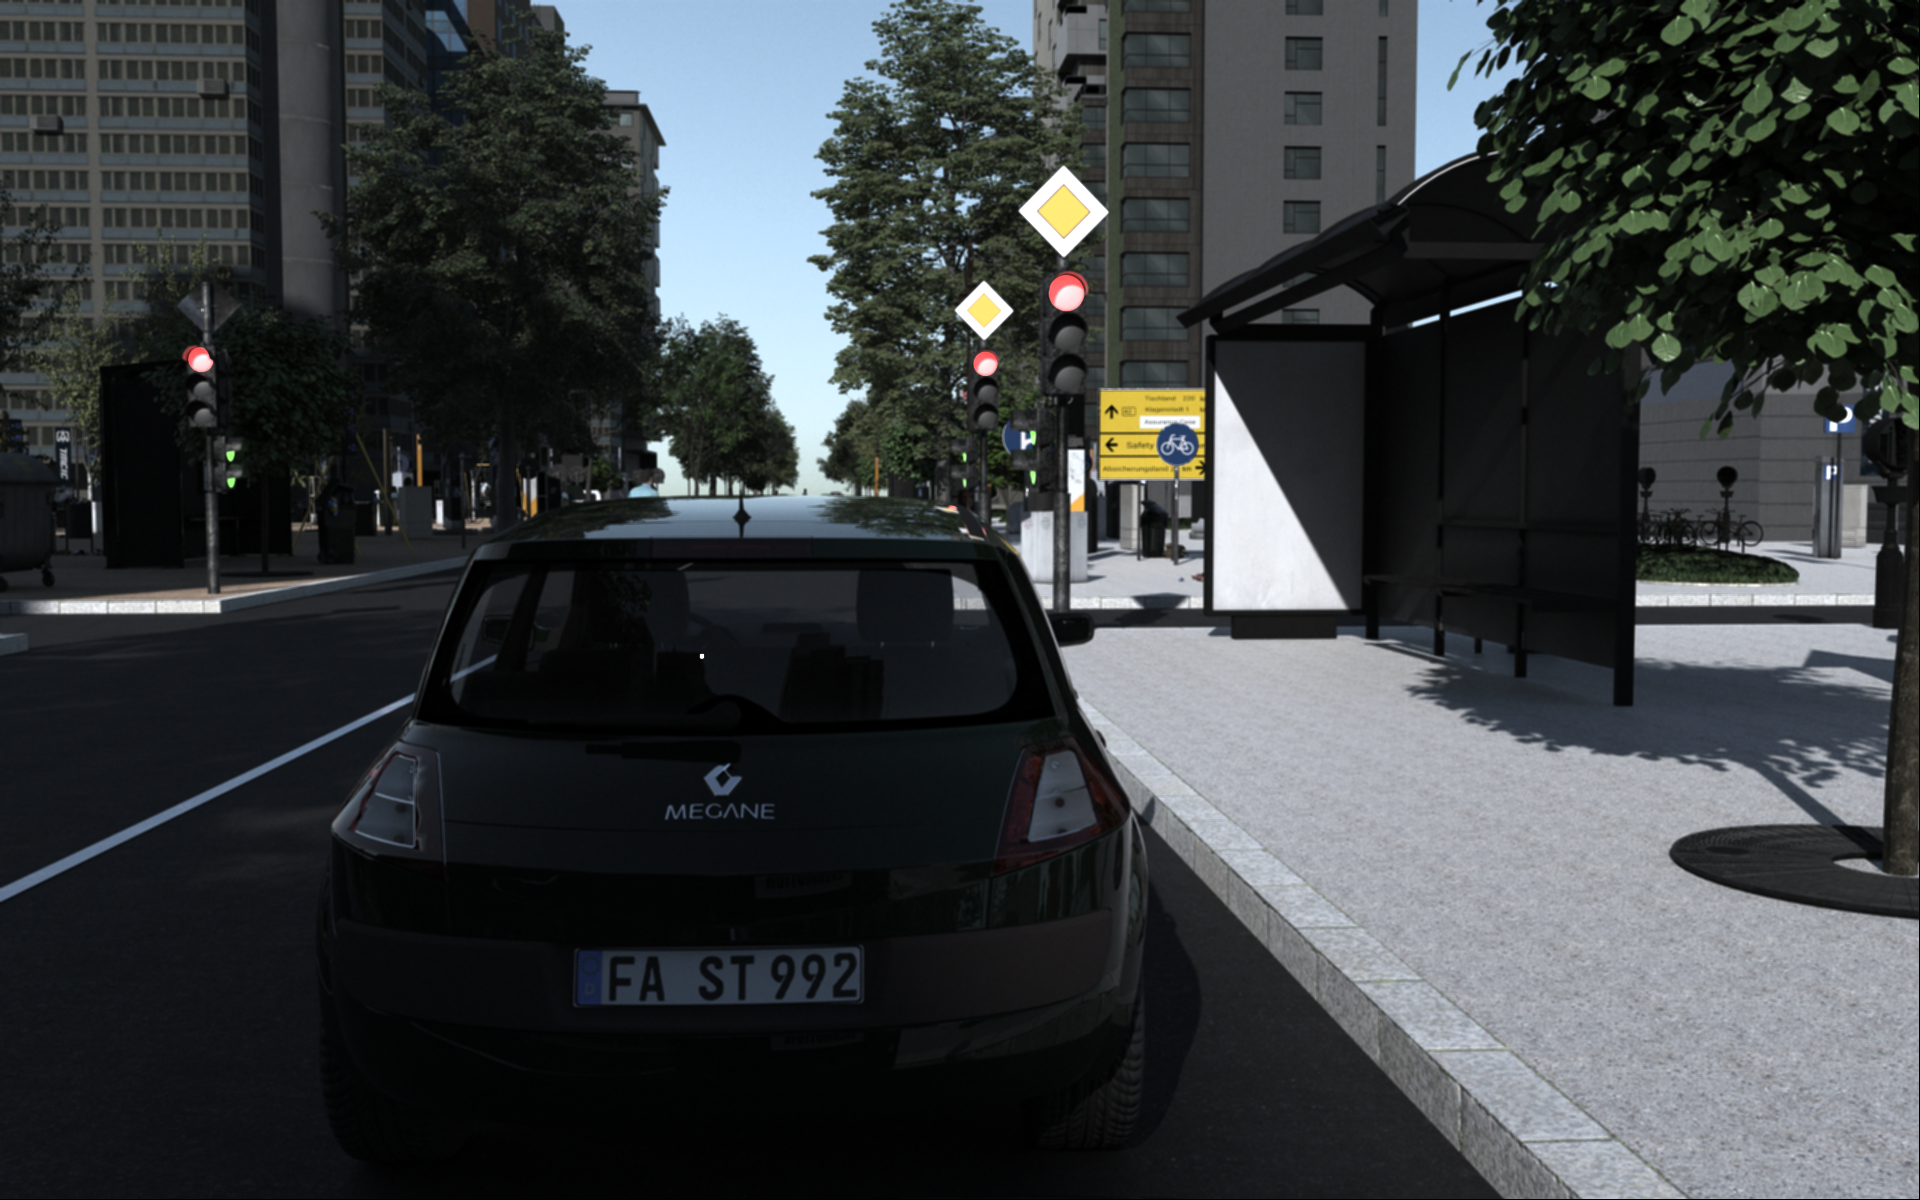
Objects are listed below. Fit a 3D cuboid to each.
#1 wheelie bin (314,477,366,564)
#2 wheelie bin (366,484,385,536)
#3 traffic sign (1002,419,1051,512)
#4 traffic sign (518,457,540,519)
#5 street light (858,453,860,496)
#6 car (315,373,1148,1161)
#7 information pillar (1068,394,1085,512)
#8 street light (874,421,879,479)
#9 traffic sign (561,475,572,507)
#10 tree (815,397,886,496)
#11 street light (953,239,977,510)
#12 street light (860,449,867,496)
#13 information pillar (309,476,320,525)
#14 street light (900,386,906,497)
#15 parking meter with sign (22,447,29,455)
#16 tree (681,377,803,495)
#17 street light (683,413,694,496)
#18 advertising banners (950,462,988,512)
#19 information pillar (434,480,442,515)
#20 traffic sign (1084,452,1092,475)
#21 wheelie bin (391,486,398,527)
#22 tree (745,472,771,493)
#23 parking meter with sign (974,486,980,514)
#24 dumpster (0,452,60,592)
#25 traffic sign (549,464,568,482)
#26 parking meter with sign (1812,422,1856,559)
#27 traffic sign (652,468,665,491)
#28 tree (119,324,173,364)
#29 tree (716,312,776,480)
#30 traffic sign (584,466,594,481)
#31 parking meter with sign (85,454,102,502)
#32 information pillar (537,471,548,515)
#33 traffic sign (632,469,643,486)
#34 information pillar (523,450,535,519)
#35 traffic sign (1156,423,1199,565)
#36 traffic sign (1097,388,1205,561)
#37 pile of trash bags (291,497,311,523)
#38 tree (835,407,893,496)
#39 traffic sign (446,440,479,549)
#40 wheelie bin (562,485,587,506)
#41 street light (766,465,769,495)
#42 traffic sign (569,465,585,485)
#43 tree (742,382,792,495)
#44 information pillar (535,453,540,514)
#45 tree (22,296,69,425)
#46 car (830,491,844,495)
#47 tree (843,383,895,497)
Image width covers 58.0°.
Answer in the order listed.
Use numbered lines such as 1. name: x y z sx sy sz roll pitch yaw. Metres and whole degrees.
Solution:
1. wheelie bin: -11.467 -1.466 31.869 0.693 1.594 0.980 -2 4 -32
2. wheelie bin: -18.234 -2.759 53.023 0.980 1.594 0.693 0 4 -2
3. traffic sign: 1.040 -1.635 26.835 0.768 2.556 0.104 0 4 1
4. traffic sign: -14.743 -3.617 59.237 0.768 2.556 0.104 0 4 -1
5. street light: -9.909 -12.279 173.553 0.468 5.910 1.993 0 4 -4
6. car: -0.534 0.283 5.153 2.009 1.686 4.222 0 4 -3
7. information pillar: 2.064 -2.500 32.230 0.504 3.616 0.183 0 4 -3
8. street light: -5.241 -8.214 107.091 0.468 5.910 1.993 0 4 -4
9. traffic sign: -18.636 -4.962 81.134 0.884 2.594 0.081 0 4 4
10. tree: -12.037 -17.631 205.269 9.611 12.733 9.660 0 3 0
11. street light: 0.157 -3.597 31.593 0.468 5.910 1.993 0 4 -4
12. street light: -7.594 -10.238 140.180 0.468 5.910 1.993 0 4 -4
13. information pillar: -26.857 -4.137 72.136 0.304 2.012 0.304 3 5 41
14. street light: -2.166 -5.604 64.416 0.468 5.910 1.993 0 4 -4
15. parking meter with sign: -34.793 -4.124 63.696 0.543 3.016 1.738 -1 4 -10
16. tree: -20.536 -14.490 153.919 9.611 12.733 9.660 0 3 0
17. street light: -15.490 -7.716 98.942 0.468 5.910 1.993 0 4 -4
18. advertising banners: 0.100 -3.634 55.604 2.074 3.025 0.090 -3 5 -42
19. information pillar: -28.085 -5.430 93.266 0.304 2.012 0.304 1 4 11
20. traffic sign: 3.449 -3.069 50.286 0.768 2.556 0.104 0 4 2
21. wheelie bin: -22.582 -3.706 68.493 0.980 1.594 0.693 0 4 1
22. tree: -22.560 -12.744 192.082 4.285 4.588 4.351 0 3 0
23. parking meter with sign: 0.627 -5.574 87.403 0.543 3.016 1.738 0 4 -1
24. dumpster: -13.069 -1.065 23.180 1.264 1.857 1.865 0 4 -4
25. traffic sign: -16.861 -4.444 72.765 0.768 2.556 0.104 0 4 -1
26. parking meter with sign: 17.478 -2.356 34.781 0.543 3.016 1.738 1 4 17
27. traffic sign: -14.749 -5.151 84.331 0.768 2.556 0.104 0 4 3
28. tree: -34.909 -7.567 74.090 4.360 8.622 3.978 0 3 0
29. tree: -17.653 -13.247 123.247 9.857 13.997 8.962 0 3 0
30. traffic sign: -16.490 -4.717 77.235 0.768 2.556 0.104 0 4 -1
31. parking meter with sign: -37.931 -4.907 76.487 0.543 3.016 1.738 0 4 -4
32. information pillar: -13.221 -3.079 54.827 0.304 2.012 0.304 -1 4 -8
33. traffic sign: -16.271 -5.372 87.942 0.768 2.556 0.104 0 4 1
34. information pillar: -19.696 -5.350 78.834 0.183 3.616 0.504 1 4 15
35. traffic sign: 3.905 -1.903 31.227 0.768 2.556 0.104 0 4 -2
36. traffic sign: 3.767 -2.406 33.216 2.265 3.308 0.079 0 4 3
37. pile of trash bags: -31.160 -4.245 79.153 3.447 1.369 1.912 1 4 22
38. tree: -9.780 -15.143 182.007 7.601 10.594 8.767 -3 4 -36
39. traffic sign: -11.665 -2.479 40.636 0.768 2.556 0.104 0 4 -1
40. wheelie bin: -14.074 -3.369 62.998 0.980 1.594 0.693 -3 4 -37
41. street light: -23.784 -14.804 214.835 0.468 5.910 1.993 0 4 -4
42. traffic sign: -16.864 -4.665 76.381 0.768 2.556 0.104 0 4 1
43. tree: -21.731 -16.057 172.899 12.009 13.543 11.850 0 3 0
44. information pillar: -19.603 -5.408 79.767 0.504 3.616 0.183 -3 5 -40
45. tree: -30.082 -6.721 60.256 4.737 8.622 4.395 0 3 0
46. car: -17.815 -14.659 248.343 2.281 1.827 5.304 0 4 -5
47. tree: -4.478 -9.327 102.851 4.737 8.622 4.395 0 3 0
